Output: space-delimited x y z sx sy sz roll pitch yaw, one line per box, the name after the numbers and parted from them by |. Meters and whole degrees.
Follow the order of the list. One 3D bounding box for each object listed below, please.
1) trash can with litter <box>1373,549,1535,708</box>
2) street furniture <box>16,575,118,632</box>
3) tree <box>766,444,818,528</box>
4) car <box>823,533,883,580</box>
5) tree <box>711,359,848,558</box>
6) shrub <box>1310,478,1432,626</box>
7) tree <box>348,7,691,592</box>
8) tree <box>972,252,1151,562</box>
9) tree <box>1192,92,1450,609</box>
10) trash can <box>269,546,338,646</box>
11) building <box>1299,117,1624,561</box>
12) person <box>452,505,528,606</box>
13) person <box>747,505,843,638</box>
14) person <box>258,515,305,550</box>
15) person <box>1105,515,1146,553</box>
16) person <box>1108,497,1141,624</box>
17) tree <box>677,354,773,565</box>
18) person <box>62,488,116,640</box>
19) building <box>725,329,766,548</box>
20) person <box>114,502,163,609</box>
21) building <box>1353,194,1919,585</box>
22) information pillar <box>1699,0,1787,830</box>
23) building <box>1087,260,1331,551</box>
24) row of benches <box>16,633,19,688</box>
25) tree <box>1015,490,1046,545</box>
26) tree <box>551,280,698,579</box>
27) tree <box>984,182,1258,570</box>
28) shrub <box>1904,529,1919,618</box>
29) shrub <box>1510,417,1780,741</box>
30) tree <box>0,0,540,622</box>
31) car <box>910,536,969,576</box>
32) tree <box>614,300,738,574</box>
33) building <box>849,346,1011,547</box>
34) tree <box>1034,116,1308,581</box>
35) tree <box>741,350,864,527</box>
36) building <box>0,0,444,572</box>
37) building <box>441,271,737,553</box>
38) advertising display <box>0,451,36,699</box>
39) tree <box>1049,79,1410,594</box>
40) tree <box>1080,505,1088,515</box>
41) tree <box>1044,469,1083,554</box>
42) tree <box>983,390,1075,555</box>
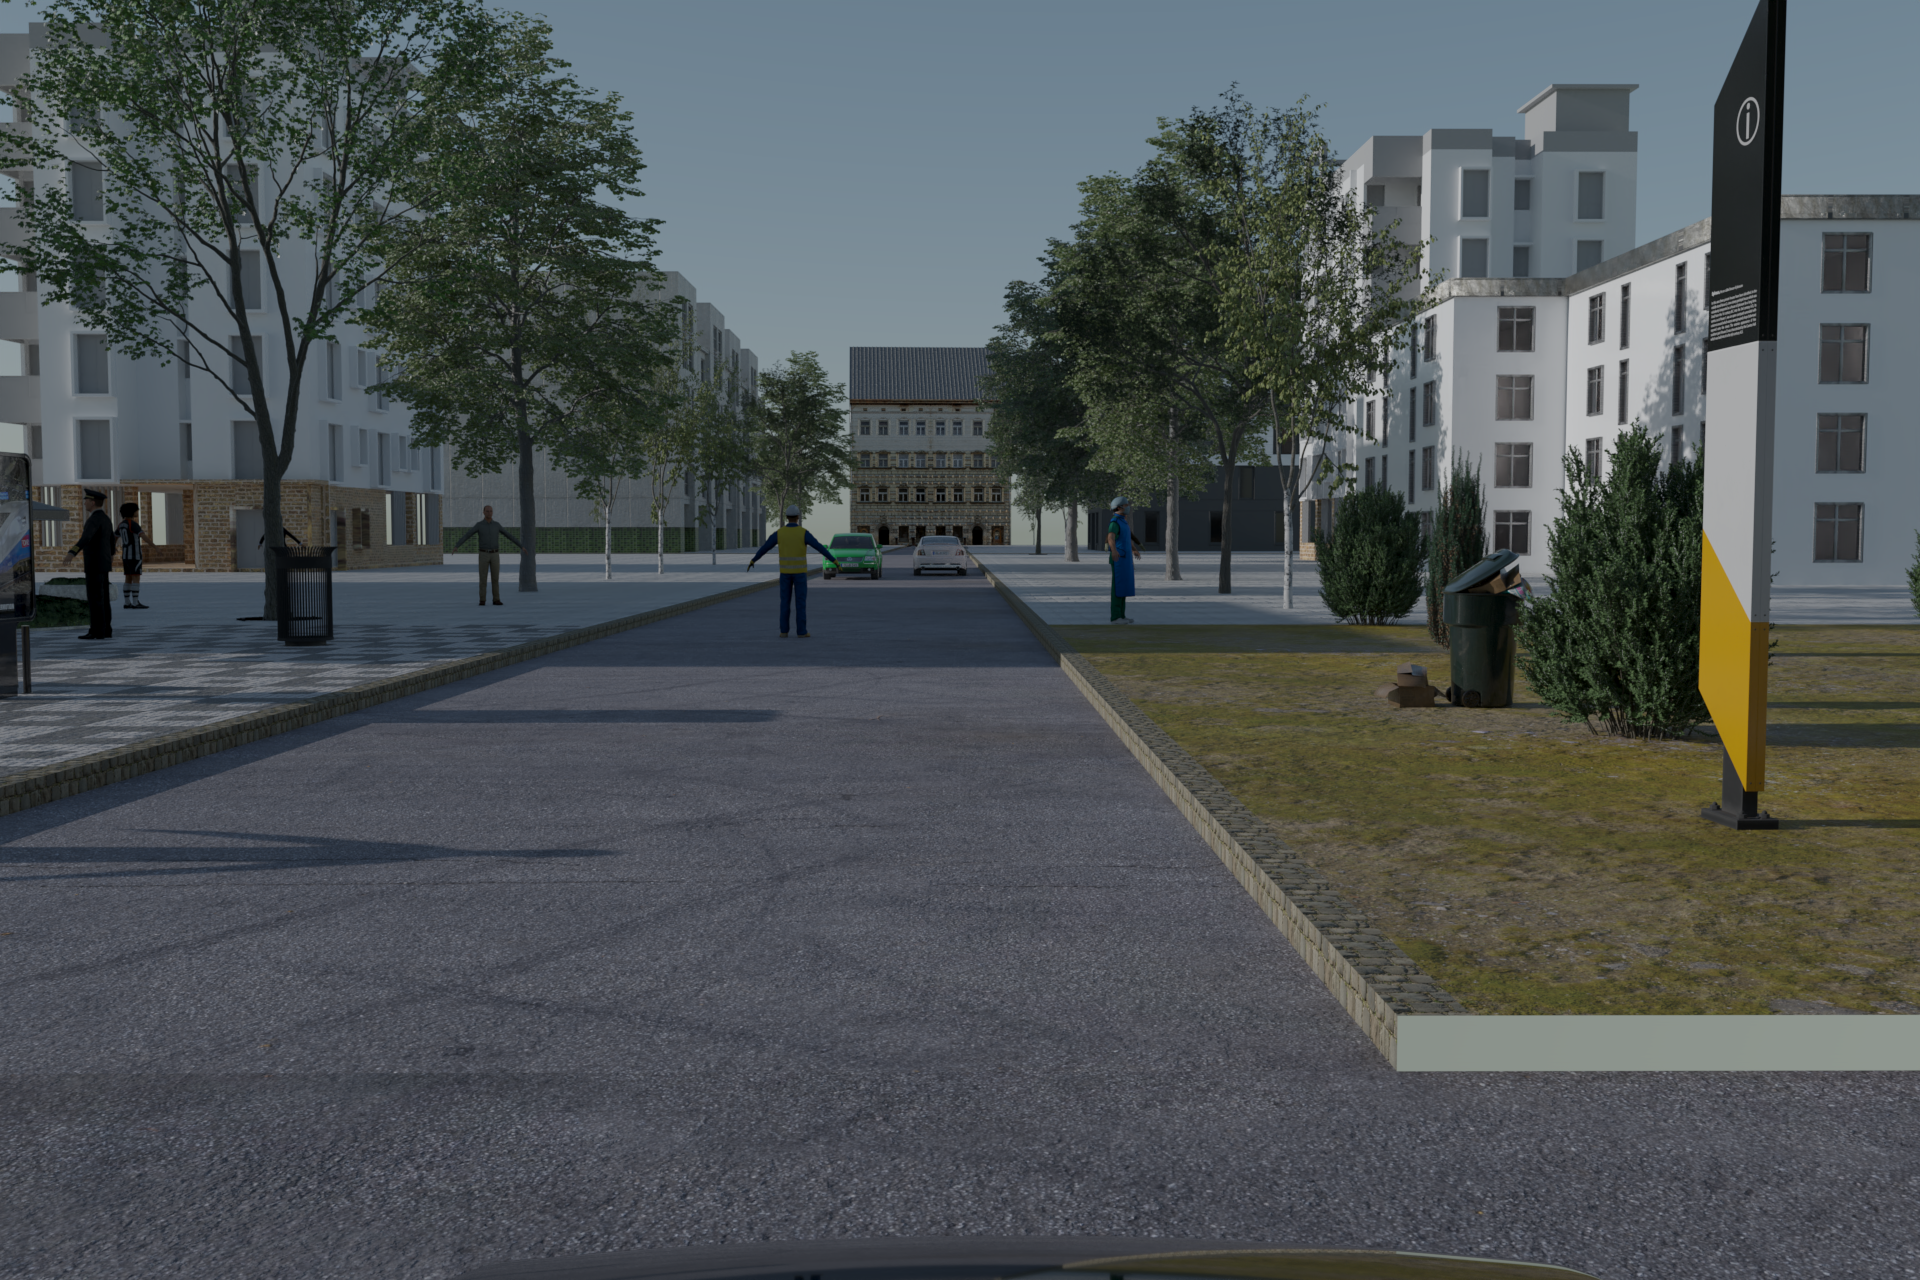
3.664 -0.090 12.856 1.055 1.170 0.624 0 4 -2 | trash can with litter
-16.952 -0.508 23.939 10.072 0.657 5.734 -1 4 -10 | street furniture
-19.795 -17.114 197.945 7.486 12.596 7.792 0 3 0 | tree
-3.444 -2.875 55.805 1.959 1.807 4.718 0 4 -1 | car
-9.857 -9.720 93.340 8.767 10.594 7.601 1 4 20 | tree
5.821 -1.247 24.422 1.661 2.075 1.752 0 3 0 | shrub
-10.074 -7.362 38.493 7.486 12.596 7.792 0 3 0 | tree
5.239 -10.611 80.149 9.857 13.997 8.962 0 3 0 | tree
5.751 -4.832 29.370 4.737 8.622 4.395 0 3 0 | tree
-7.548 -0.507 19.948 0.748 1.137 0.748 0 3 0 | trash can
22.062 -13.988 85.116 16.016 20.090 11.380 0 4 -1 | building
-8.465 -1.521 31.141 1.348 1.796 0.705 -2 4 -27 | person
-2.310 -0.954 24.031 1.349 1.833 0.705 0 4 6 | person
-15.840 -2.060 40.406 1.216 1.740 0.721 1 4 11 | person
3.452 -1.872 36.746 0.704 1.812 1.346 3 5 42 | person
2.322 -1.141 24.785 0.704 1.817 1.347 1 4 20 | person
-10.061 -7.426 71.778 4.737 8.622 4.395 0 3 0 | tree
-10.595 -0.934 21.207 0.705 1.837 1.347 0 4 -5 | person
-28.437 -18.267 165.118 16.747 18.905 31.486 0 4 -1 | building
-14.166 -1.439 29.678 1.345 1.843 0.704 2 4 31 | person
20.600 -7.024 56.997 9.099 9.664 28.070 0 3 0 | building
3.450 -0.997 7.648 0.183 3.616 0.504 0 4 -2 | information pillar
24.486 -18.432 145.345 27.936 21.610 32.646 0 3 0 | building
-9.753 0.046 14.712 4.104 0.672 1.422 1 4 18 | row of benches
8.359 -15.327 200.957 4.737 8.622 4.395 0 3 0 | tree
-10.145 -6.017 48.735 4.360 8.622 3.978 0 3 0 | tree
5.843 -9.493 61.871 9.857 13.997 8.962 0 3 0 | tree
12.323 -1.011 20.945 1.690 2.028 1.600 0 3 0 | shrub
4.328 -0.402 10.985 1.690 2.028 1.600 0 3 0 | shrub
-10.154 -6.107 25.607 9.928 11.665 9.643 0 3 0 | tree
-0.721 -2.971 60.934 2.083 1.381 4.827 0 4 -2 | car
-9.419 -6.436 55.591 4.737 8.622 4.395 0 3 0 | tree
-3.798 -22.562 202.274 18.063 23.208 19.493 0 4 -3 | building
5.915 -7.893 47.180 7.486 12.596 7.792 0 3 0 | tree
-9.810 -11.539 106.792 7.486 12.596 7.792 0 3 0 | tree
-26.511 -12.416 59.426 16.016 20.090 11.380 0 4 -1 | building
-27.394 -16.268 132.445 16.747 18.905 31.486 0 4 0 | building
-7.509 -0.505 13.474 0.123 1.923 0.974 0 4 0 | advertising display
5.534 -6.258 36.725 8.767 10.594 7.601 2 4 26 | tree
17.158 -16.170 198.793 7.601 10.594 8.767 0 4 2 | tree
6.023 -8.857 95.173 4.360 8.622 3.978 0 3 0 | tree
4.929 -11.073 106.804 9.928 11.665 9.643 0 3 0 | tree
